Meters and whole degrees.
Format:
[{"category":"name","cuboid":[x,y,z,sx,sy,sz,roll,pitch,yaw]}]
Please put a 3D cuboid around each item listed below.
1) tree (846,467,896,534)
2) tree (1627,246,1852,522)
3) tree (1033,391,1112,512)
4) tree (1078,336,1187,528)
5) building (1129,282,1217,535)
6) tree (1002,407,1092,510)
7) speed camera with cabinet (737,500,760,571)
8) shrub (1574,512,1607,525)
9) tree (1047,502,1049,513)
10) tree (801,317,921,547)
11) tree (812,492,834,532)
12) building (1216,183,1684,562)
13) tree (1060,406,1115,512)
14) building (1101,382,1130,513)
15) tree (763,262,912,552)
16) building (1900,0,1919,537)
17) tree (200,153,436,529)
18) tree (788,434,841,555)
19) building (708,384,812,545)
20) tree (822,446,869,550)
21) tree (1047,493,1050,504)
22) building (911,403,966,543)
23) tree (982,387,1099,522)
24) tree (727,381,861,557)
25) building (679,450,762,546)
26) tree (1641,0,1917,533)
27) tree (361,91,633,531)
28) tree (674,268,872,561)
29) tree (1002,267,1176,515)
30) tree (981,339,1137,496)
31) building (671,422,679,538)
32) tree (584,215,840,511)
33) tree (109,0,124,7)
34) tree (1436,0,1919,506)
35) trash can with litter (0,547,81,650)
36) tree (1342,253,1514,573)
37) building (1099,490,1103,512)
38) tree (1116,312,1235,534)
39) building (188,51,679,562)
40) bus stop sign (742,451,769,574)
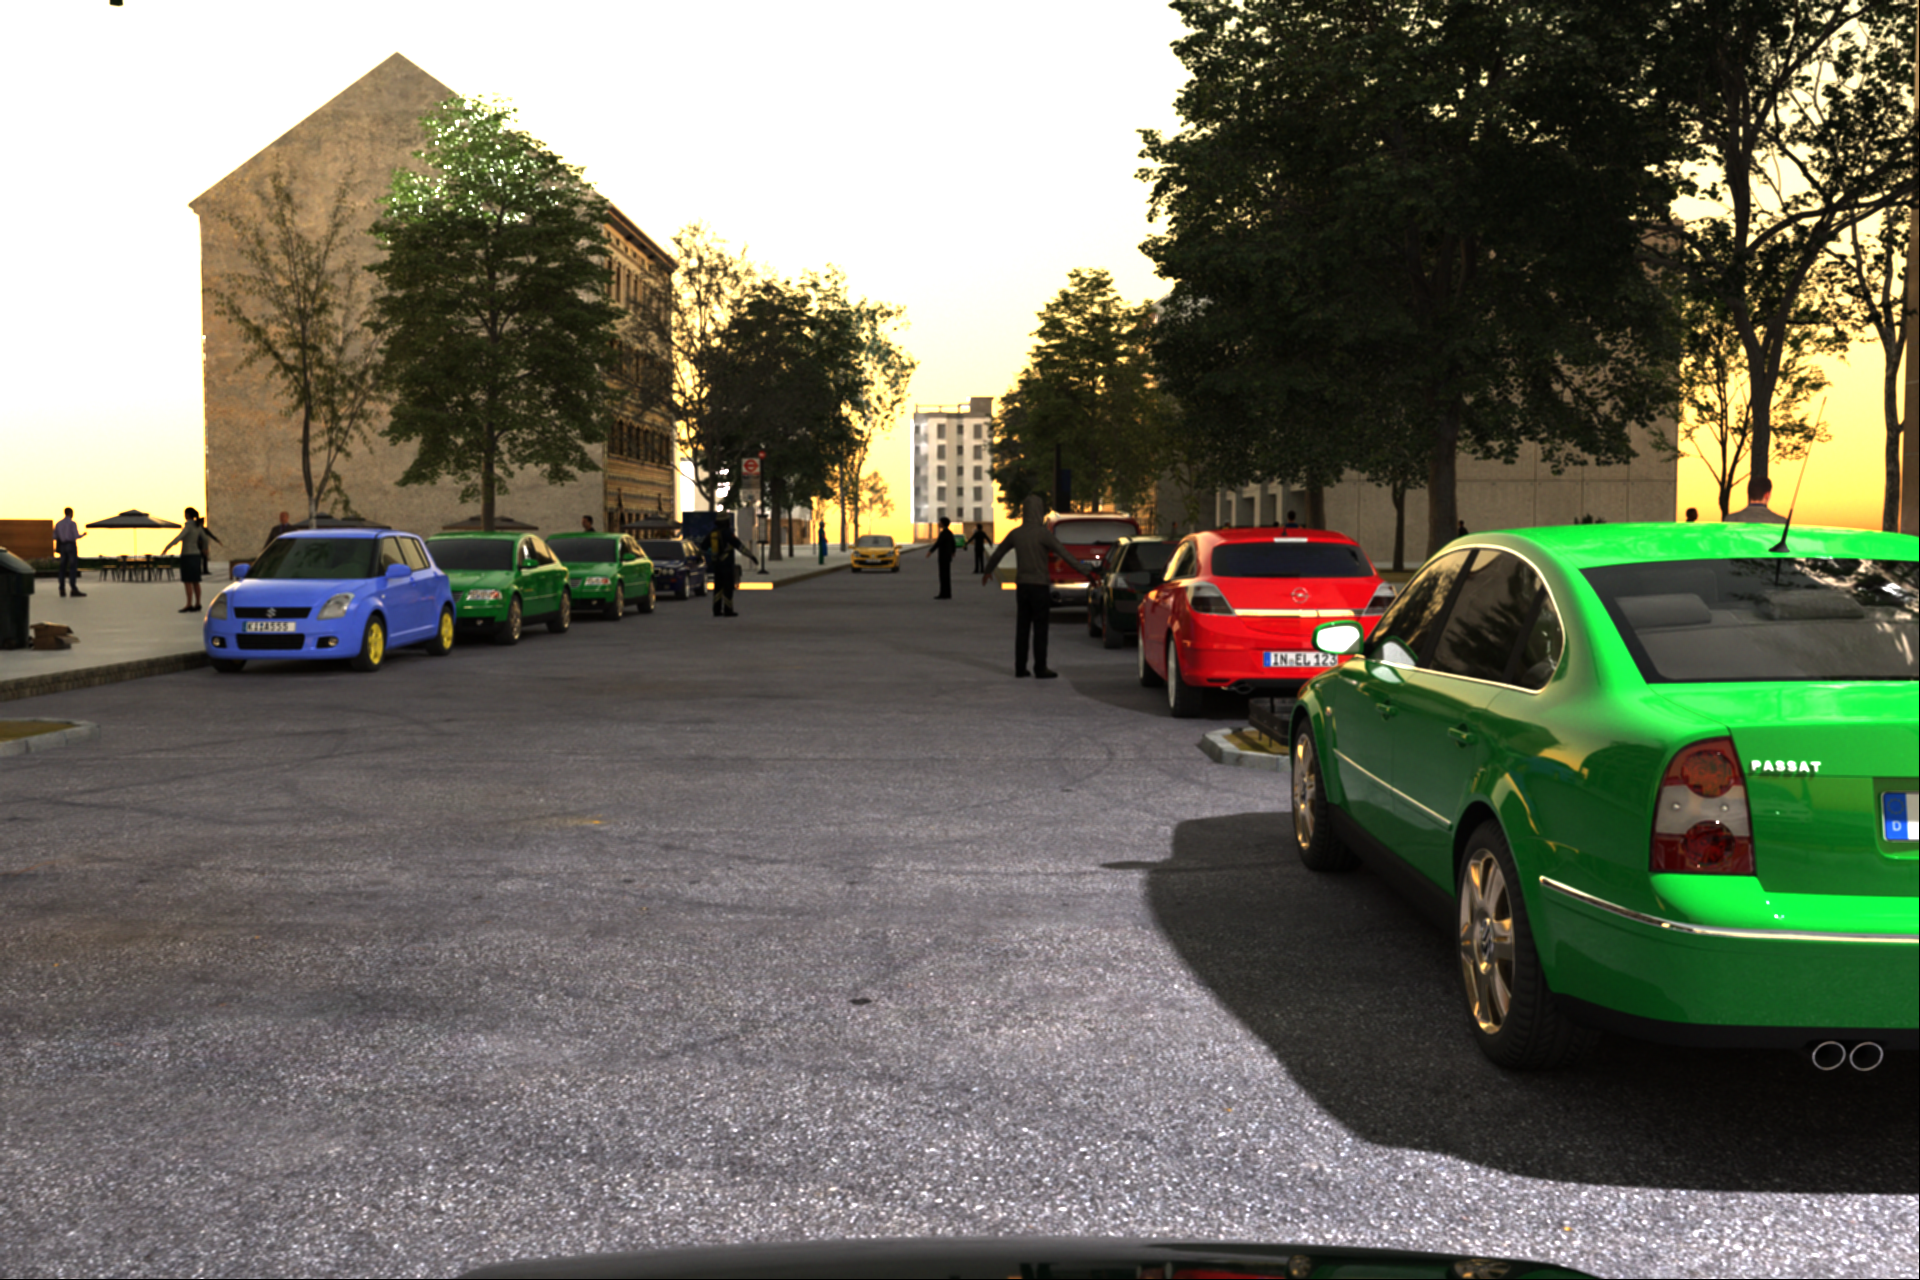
[{"category":"tree","cuboid":[-12.268,-18.689,239.980,7.601,10.594,8.767,0,4,-7]},{"category":"tree","cuboid":[27.591,-8.342,62.153,9.928,11.665,9.643,0,3,0]},{"category":"tree","cuboid":[5.689,-8.141,83.465,4.737,8.622,4.395,0,3,0]},{"category":"tree","cuboid":[6.051,-6.979,64.467,4.360,8.622,3.978,0,3,0]},{"category":"building","cuboid":[22.342,-17.920,123.924,19.493,23.208,18.063,0,4,0]},{"category":"tree","cuboid":[6.635,-11.623,124.451,7.601,10.594,8.767,1,4,17]},{"category":"speed camera with cabinet","cuboid":[-7.408,-4.056,60.646,0.660,3.252,2.038,0,3,0]},{"category":"shrub","cuboid":[21.274,-3.311,58.550,1.690,2.028,1.600,0,3,0]},{"category":"tree","cuboid":[12.149,-19.328,241.772,9.928,11.665,9.643,0,3,0]},{"category":"tree","cuboid":[-10.162,-18.124,152.211,12.611,20.169,13.585,0,3,0]},{"category":"tree","cuboid":[-18.825,-17.700,239.764,4.360,8.622,3.978,0,3,0]},{"category":"building","cuboid":[24.580,-13.951,94.562,16.747,18.905,31.486,0,4,1]},{"category":"tree","cuboid":[6.485,-8.716,92.874,4.737,8.622,4.395,0,3,0]},{"category":"building","cuboid":[25.477,-21.908,189.131,19.493,23.208,18.063,0,4,0]},{"category":"tree","cuboid":[-9.461,-16.388,123.833,12.611,20.169,13.585,0,3,0]},{"category":"building","cuboid":[27.008,-12.939,14.758,19.351,26.588,34.151,0,4,1]},{"category":"tree","cuboid":[-13.199,-5.146,34.496,4.360,8.622,3.978,0,3,0]},{"category":"tree","cuboid":[-8.936,-9.638,107.952,4.360,8.622,3.978,0,3,0]},{"category":"building","cuboid":[-23.820,-21.414,206.544,16.016,20.090,11.380,0,4,0]},{"category":"tree","cuboid":[-8.945,-11.326,135.546,4.737,8.622,4.395,0,3,0]},{"category":"tree","cuboid":[6.569,-11.844,144.006,4.360,8.622,3.978,0,3,0]},{"category":"building","cuboid":[-6.427,-23.487,242.889,11.380,20.090,16.016,1,4,9]},{"category":"tree","cuboid":[6.533,-14.034,136.104,9.857,13.997,8.962,0,3,0]},{"category":"tree","cuboid":[-9.371,-9.954,97.162,8.767,10.594,7.601,1,4,12]},{"category":"building","cuboid":[-25.776,-14.999,187.376,9.099,9.664,28.070,0,4,1]},{"category":"tree","cuboid":[23.735,-11.545,44.645,12.611,20.169,13.585,0,3,0]},{"category":"tree","cuboid":[-12.107,-7.776,45.263,7.486,12.596,7.792,0,3,0]},{"category":"tree","cuboid":[-9.066,-10.833,83.769,9.857,13.997,8.962,0,3,0]},{"category":"tree","cuboid":[5.542,-9.563,74.478,7.486,12.596,7.792,0,3,0]},{"category":"tree","cuboid":[6.412,-12.108,108.335,12.009,13.543,11.850,0,3,0]},{"category":"building","cuboid":[-23.340,-10.664,116.508,9.099,9.664,28.070,0,4,1]},{"category":"tree","cuboid":[-9.878,-9.632,67.859,12.009,13.543,11.850,0,3,0]},{"category":"tree","cuboid":[-11.898,-9.839,16.750,12.611,20.169,13.585,0,3,0]},{"category":"tree","cuboid":[8.600,-5.104,17.870,7.601,10.594,8.767,-1,4,-23]},{"category":"trash can with litter","cuboid":[-10.386,-0.485,19.312,1.055,1.170,0.624,0,4,1]},{"category":"tree","cuboid":[14.734,-8.079,57.840,9.928,11.665,9.643,0,3,0]},{"category":"building","cuboid":[22.501,-16.568,213.038,9.099,9.664,28.070,0,4,1]},{"category":"tree","cuboid":[7.358,-6.484,56.380,4.737,8.622,4.395,0,3,0]},{"category":"building","cuboid":[-25.525,-15.753,88.483,19.493,23.208,18.063,0,4,1]},{"category":"bus stop sign","cuboid":[-6.571,-4.098,55.701,0.855,3.939,0.416,0,4,2]}]
